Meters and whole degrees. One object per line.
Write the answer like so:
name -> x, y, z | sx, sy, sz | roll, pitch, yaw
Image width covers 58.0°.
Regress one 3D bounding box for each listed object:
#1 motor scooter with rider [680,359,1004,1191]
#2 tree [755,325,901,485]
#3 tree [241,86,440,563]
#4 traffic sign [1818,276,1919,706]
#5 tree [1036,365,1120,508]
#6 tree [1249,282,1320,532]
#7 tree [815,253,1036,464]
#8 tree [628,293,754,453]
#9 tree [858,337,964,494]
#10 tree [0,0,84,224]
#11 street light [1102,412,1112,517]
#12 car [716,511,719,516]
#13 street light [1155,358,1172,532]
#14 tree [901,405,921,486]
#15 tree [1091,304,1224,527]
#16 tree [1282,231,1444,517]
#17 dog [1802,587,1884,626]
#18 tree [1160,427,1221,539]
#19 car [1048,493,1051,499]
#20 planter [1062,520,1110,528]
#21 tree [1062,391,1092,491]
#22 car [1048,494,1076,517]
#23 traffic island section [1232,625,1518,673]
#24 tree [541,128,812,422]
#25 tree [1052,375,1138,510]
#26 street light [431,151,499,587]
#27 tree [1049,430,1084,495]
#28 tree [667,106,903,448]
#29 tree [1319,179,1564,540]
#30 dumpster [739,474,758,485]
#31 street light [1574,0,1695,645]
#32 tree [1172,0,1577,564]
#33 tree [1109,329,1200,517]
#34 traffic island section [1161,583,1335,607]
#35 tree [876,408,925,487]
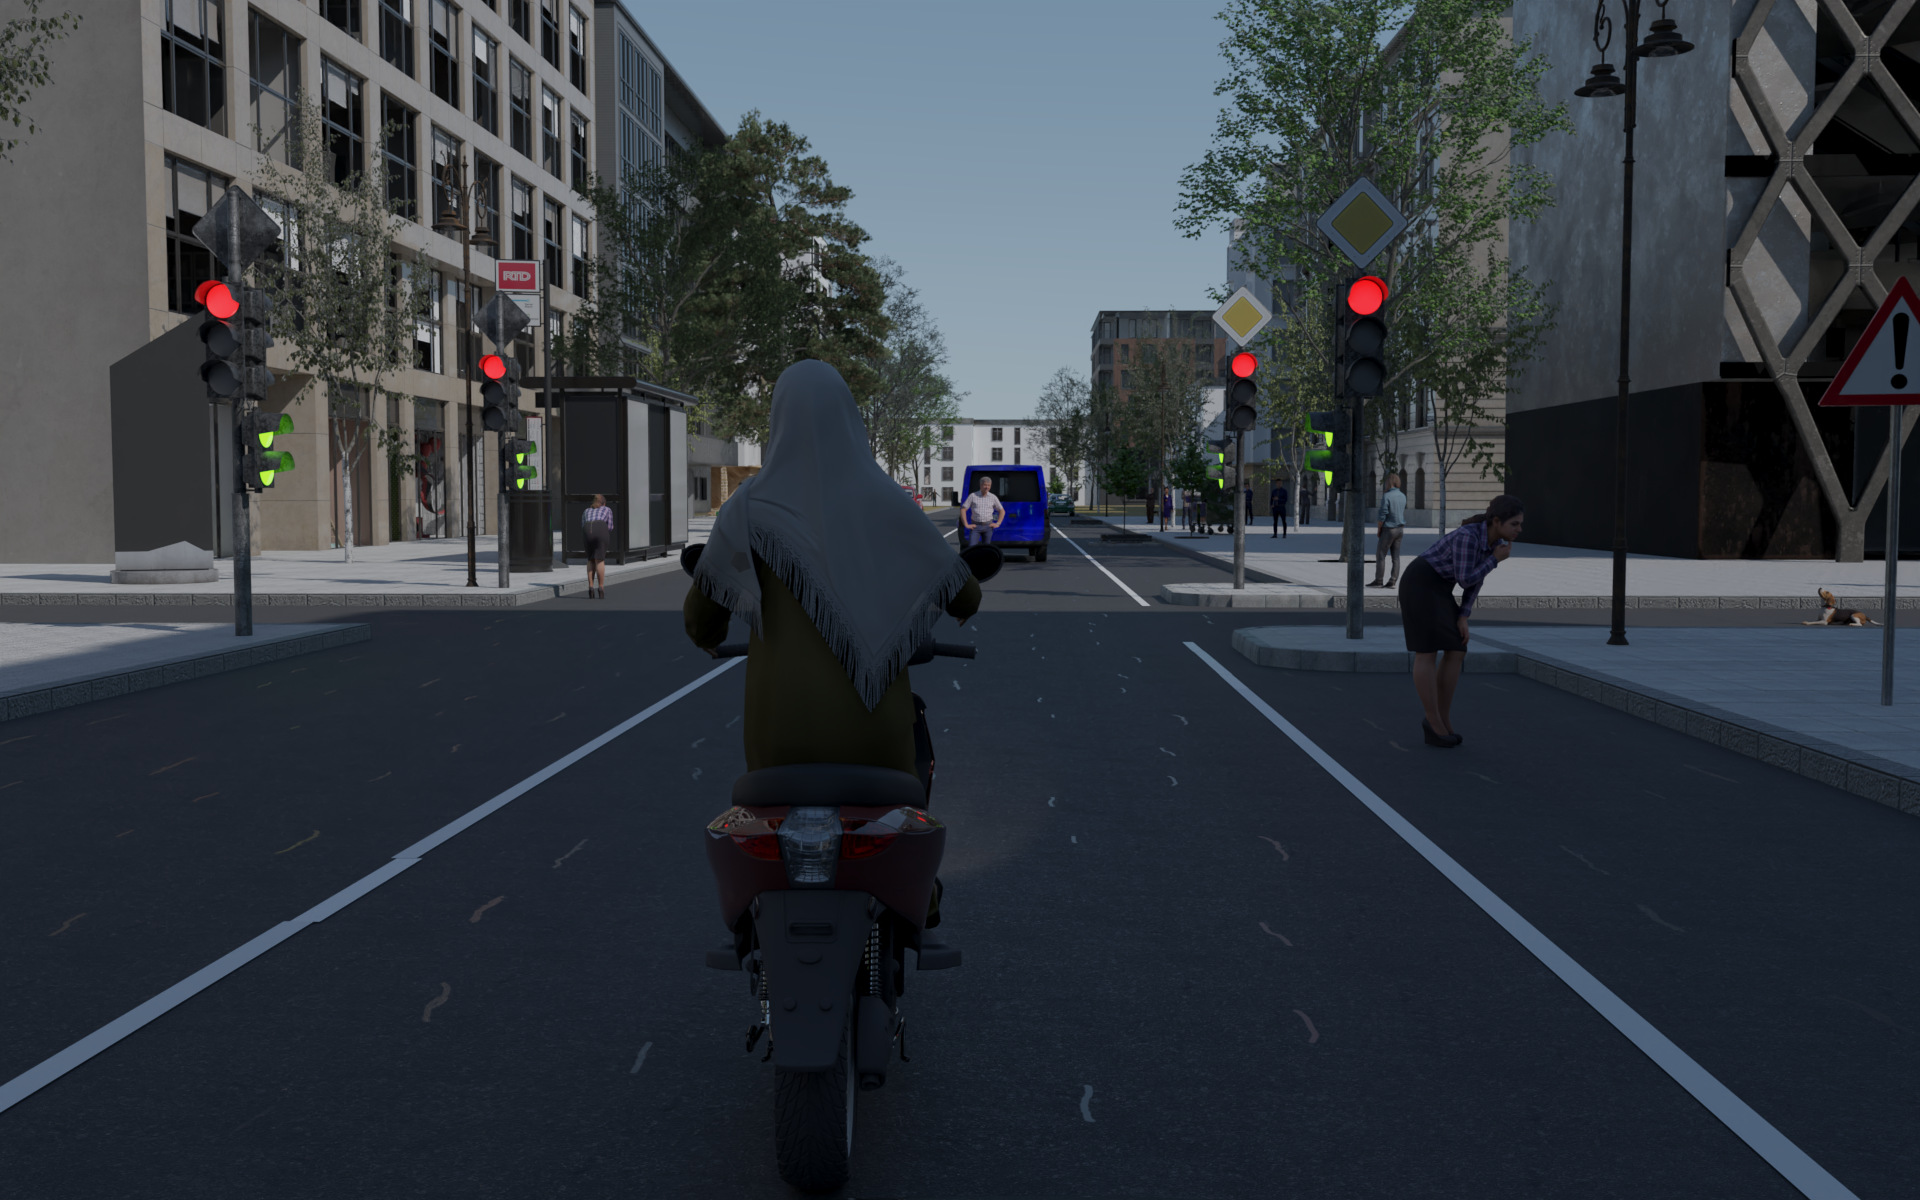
motor scooter with rider -> -0.265, 0.293, 4.171 | 0.876, 1.779, 1.986 | 0, 3, 0
tree -> -5.614, -7.274, 69.288 | 4.737, 8.622, 4.395 | 0, 3, 0
tree -> -11.280, -4.969, 31.600 | 4.360, 8.622, 3.978 | 0, 3, 0
traffic sign -> 5.629, -0.638, 10.443 | 0.884, 2.594, 0.081 | 1, 4, 11
tree -> 10.461, -15.525, 164.210 | 12.009, 13.543, 11.850 | 0, 3, 0
tree -> 11.483, -6.643, 58.974 | 4.737, 8.622, 4.395 | 0, 3, 0
tree -> -4.621, -10.860, 87.931 | 12.009, 13.543, 11.850 | 0, 3, 0
tree -> -10.722, -6.961, 64.167 | 4.737, 8.622, 4.395 | 0, 3, 0
tree -> -4.412, -11.464, 113.195 | 9.928, 11.665, 9.643 | 0, 3, 0
tree -> -9.748, -3.906, 14.218 | 4.360, 8.622, 3.978 | 0, 3, 0
street light -> 8.249, -7.612, 97.237 | 0.468, 5.910, 1.993 | 0, 4, 2
car -> -3.909, -1.625, 35.366 | 1.959, 1.807, 4.718 | 0, 4, 1
street light -> 6.876, -5.261, 58.809 | 0.468, 5.910, 1.993 | 0, 4, 2
tree -> -4.567, -10.959, 129.544 | 4.737, 8.622, 4.395 | 0, 3, 0
tree -> 7.993, -7.095, 66.373 | 4.360, 8.622, 3.978 | 0, 3, 0
tree -> 10.500, -5.875, 46.425 | 4.360, 8.622, 3.978 | 0, 3, 0
dog -> 9.632, 0.081, 18.869 | 0.550, 0.427, 0.748 | -3, 4, -38
tree -> 6.688, -3.398, 50.165 | 1.663, 3.219, 1.824 | 0, 3, 0
car -> 7.569, -8.488, 148.375 | 1.945, 1.707, 3.694 | 0, 3, 0
planter -> 5.427, -3.290, 74.935 | 1.991, 0.319, 1.994 | 0, 4, 2
tree -> 9.257, -10.223, 117.501 | 4.360, 8.622, 3.978 | 0, 3, 0
car -> 6.437, -6.100, 111.526 | 2.131, 1.459, 4.920 | 0, 4, 2
traffic island section -> 3.527, 0.422, 15.379 | 2.009, 0.180, 2.903 | 0, 4, 2
tree -> -6.967, -6.670, 43.471 | 8.767, 10.594, 7.601 | 3, 5, 42
tree -> 10.536, -12.309, 135.672 | 7.601, 10.594, 8.767 | 3, 5, 43
street light -> -6.758, -3.121, 23.810 | 0.468, 5.910, 1.993 | 0, 4, 2
tree -> 11.005, -13.749, 175.158 | 4.737, 8.622, 4.395 | 0, 3, 0
tree -> -5.788, -9.130, 56.701 | 7.806, 13.903, 7.818 | 0, 3, 0
tree -> 11.445, -5.503, 40.329 | 4.737, 8.622, 4.395 | 0, 3, 0
dumpster -> -5.917, -2.807, 51.658 | 1.264, 1.857, 1.865 | 0, 4, 2
street light -> 5.609, -2.557, 14.590 | 0.468, 5.910, 1.993 | 0, 4, 2
tree -> 7.369, -6.491, 31.888 | 9.928, 11.665, 9.643 | 0, 3, 0
tree -> 8.541, -7.737, 76.865 | 4.737, 8.622, 4.395 | 0, 3, 0
traffic island section -> 3.782, -0.066, 23.360 | 2.009, 0.180, 2.903 | 0, 4, 2
tree -> -4.472, -10.482, 121.741 | 4.360, 8.622, 3.978 | 0, 3, 0
